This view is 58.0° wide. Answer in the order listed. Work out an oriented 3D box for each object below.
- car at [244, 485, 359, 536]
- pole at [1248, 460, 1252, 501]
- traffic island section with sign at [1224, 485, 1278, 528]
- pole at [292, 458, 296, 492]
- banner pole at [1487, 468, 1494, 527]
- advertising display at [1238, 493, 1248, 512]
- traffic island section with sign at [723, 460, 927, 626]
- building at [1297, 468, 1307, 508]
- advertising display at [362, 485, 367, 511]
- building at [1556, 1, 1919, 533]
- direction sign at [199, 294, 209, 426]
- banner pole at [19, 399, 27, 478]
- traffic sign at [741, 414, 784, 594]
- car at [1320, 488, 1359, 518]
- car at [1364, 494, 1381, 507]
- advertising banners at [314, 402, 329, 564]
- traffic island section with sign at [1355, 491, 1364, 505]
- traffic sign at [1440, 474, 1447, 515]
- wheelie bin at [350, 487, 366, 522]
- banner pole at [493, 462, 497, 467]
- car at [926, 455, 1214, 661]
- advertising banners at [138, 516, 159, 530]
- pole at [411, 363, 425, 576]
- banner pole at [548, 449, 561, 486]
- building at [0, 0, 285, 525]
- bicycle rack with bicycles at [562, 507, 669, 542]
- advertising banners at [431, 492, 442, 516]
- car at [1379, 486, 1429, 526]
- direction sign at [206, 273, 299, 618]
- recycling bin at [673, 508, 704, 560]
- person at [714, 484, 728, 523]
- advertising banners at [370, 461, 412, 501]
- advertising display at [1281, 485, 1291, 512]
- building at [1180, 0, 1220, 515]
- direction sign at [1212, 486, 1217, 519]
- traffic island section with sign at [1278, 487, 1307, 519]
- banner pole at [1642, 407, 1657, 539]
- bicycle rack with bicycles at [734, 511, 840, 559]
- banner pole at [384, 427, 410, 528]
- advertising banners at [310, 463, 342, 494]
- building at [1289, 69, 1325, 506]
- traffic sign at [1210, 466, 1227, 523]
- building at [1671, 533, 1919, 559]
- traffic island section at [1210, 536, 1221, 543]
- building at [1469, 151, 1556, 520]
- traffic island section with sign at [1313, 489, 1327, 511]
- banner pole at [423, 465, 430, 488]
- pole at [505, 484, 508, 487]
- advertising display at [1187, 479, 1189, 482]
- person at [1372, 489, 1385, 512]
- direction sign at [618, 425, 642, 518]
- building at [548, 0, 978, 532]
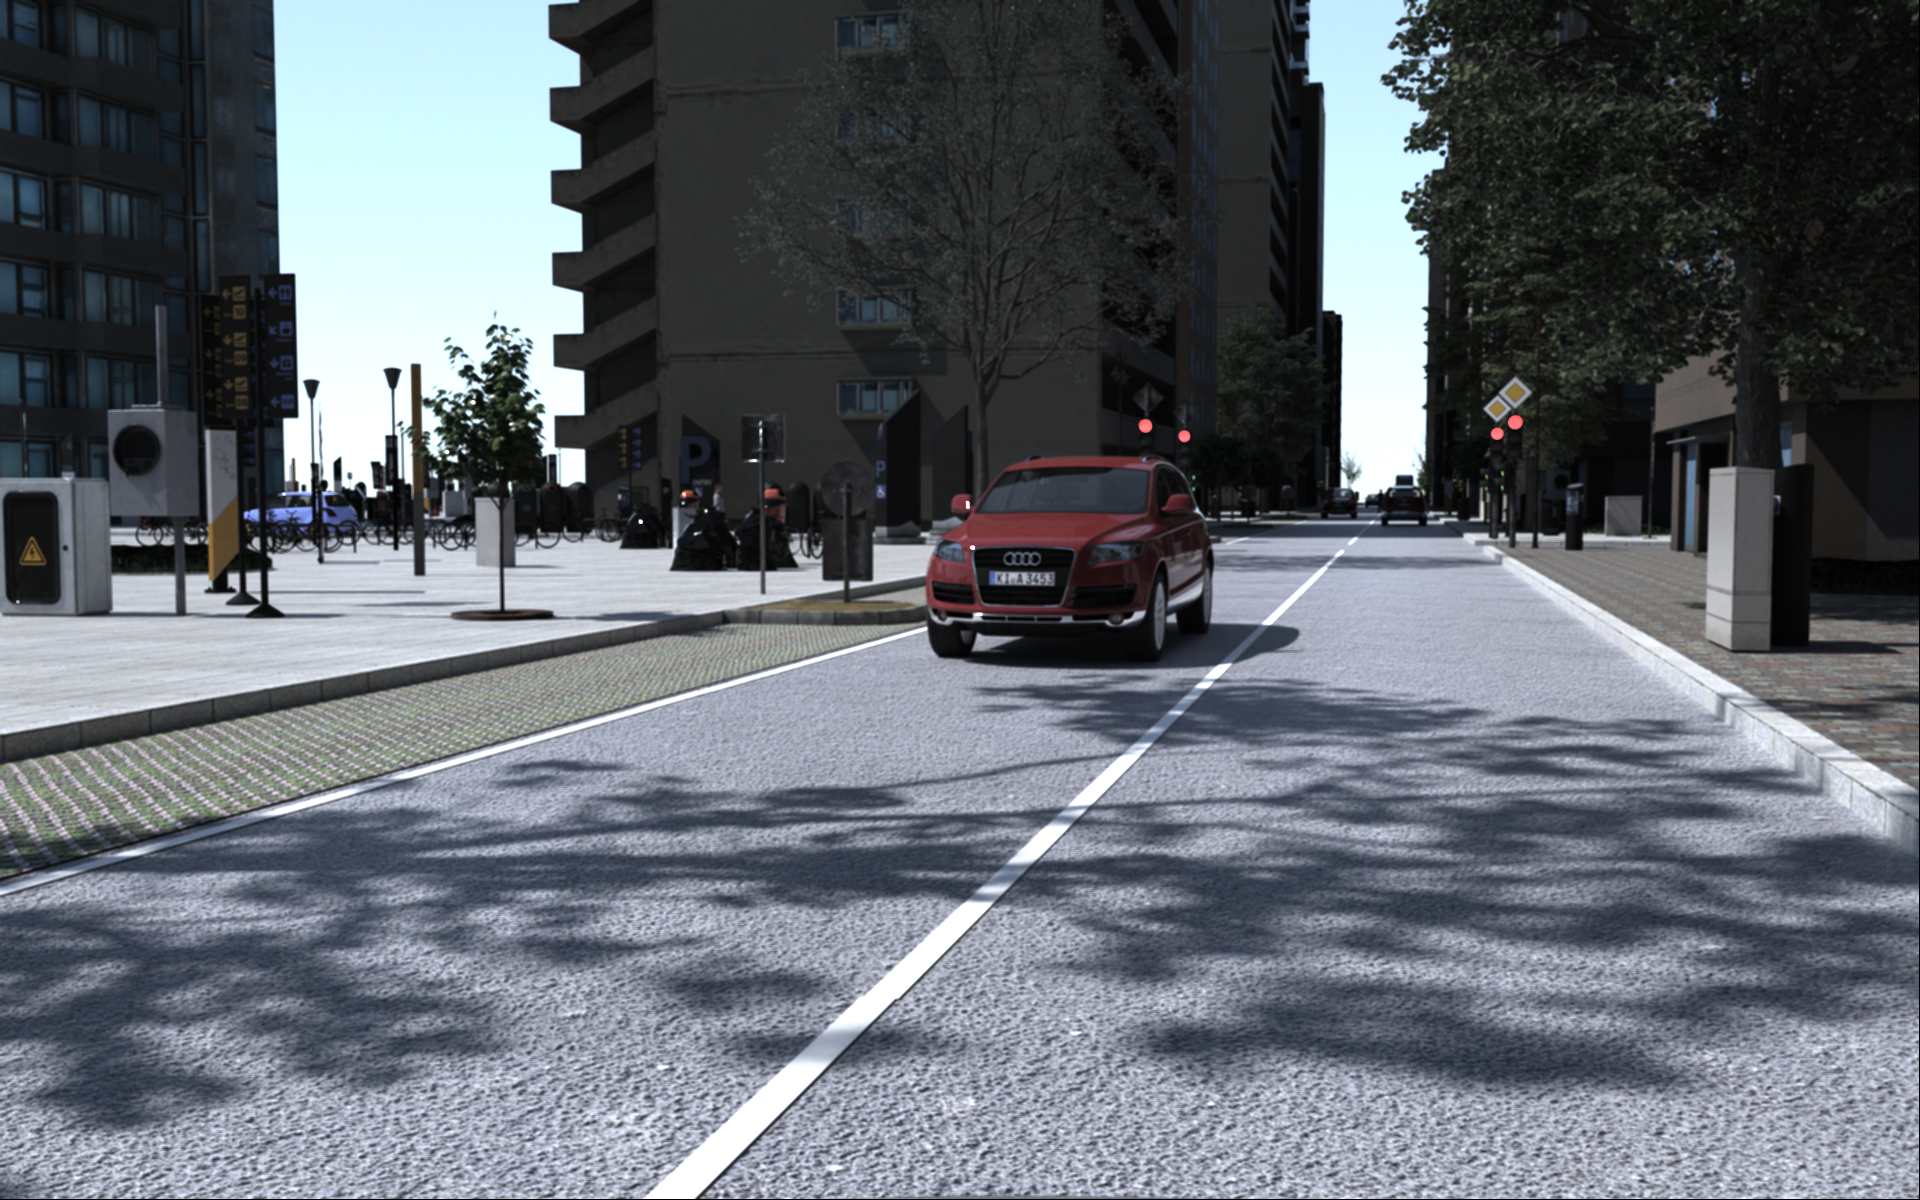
[{"bbox_3d":[-20.455,-2.674,53.309,3.694,1.707,1.945,1,4,13],"label":"car"},{"bbox_3d":[17.263,-6.684,103.134,0.158,3.312,0.155,0,3,0],"label":"pole"},{"bbox_3d":[12.270,-3.963,73.420,1.989,1.847,2.006,1,4,14],"label":"traffic island section with sign"},{"bbox_3d":[-37.521,-6.344,97.565,0.158,3.312,0.155,0,3,0],"label":"pole"},{"bbox_3d":[20.860,-4.754,67.744,0.401,3.779,0.863,1,4,14],"label":"banner pole"},{"bbox_3d":[20.133,-7.183,122.654,0.974,1.923,0.123,3,4,39],"label":"advertising display"},{"bbox_3d":[-1.416,-0.678,19.715,1.989,1.847,2.006,1,4,14],"label":"traffic island section with sign"},{"bbox_3d":[24.024,-44.828,171.193,20.563,71.187,20.611,1,4,14],"label":"building"},{"bbox_3d":[-44.245,-7.521,128.187,0.123,1.923,0.974,1,4,13],"label":"advertising display"},{"bbox_3d":[31.441,-25.575,68.265,14.600,45.320,14.200,1,4,14],"label":"building"},{"bbox_3d":[-8.337,-1.715,20.042,0.379,3.537,0.876,3,4,36],"label":"direction sign"},{"bbox_3d":[-24.888,-3.430,46.096,0.401,3.779,0.863,-1,4,-22],"label":"banner pole"},{"bbox_3d":[-2.521,-1.223,22.126,0.606,2.300,0.079,1,4,20],"label":"traffic sign"},{"bbox_3d":[22.702,-5.806,103.603,2.281,1.827,5.304,1,4,14],"label":"car"},{"bbox_3d":[44.727,-10.854,187.244,2.009,1.686,4.222,1,4,14],"label":"car"},{"bbox_3d":[-12.042,-2.227,32.605,0.090,3.025,2.074,-1,4,-18],"label":"advertising banners"},{"bbox_3d":[58.402,-15.037,254.489,1.989,1.847,2.006,1,4,14],"label":"traffic island section with sign"},{"bbox_3d":[30.305,-6.597,107.970,0.768,2.556,0.104,1,4,16],"label":"traffic sign"},{"bbox_3d":[-27.507,-4.348,78.998,0.693,1.594,0.980,0,4,-5],"label":"wheelie bin"},{"bbox_3d":[-23.848,-5.976,87.718,0.863,3.779,0.401,-2,4,-27],"label":"banner pole"},{"bbox_3d":[1.201,-0.491,16.696,2.281,1.827,5.304,1,4,15],"label":"car"},{"bbox_3d":[-28.949,-3.991,61.439,0.090,3.025,2.074,0,4,-1],"label":"advertising banners"},{"bbox_3d":[-8.505,-2.039,27.174,0.158,3.312,0.155,0,3,0],"label":"pole"},{"bbox_3d":[-22.257,-6.444,95.383,0.863,3.779,0.401,-2,4,-26],"label":"banner pole"},{"bbox_3d":[-47.847,-27.951,76.606,30.456,49.044,23.786,1,4,14],"label":"building"},{"bbox_3d":[-9.004,-2.054,46.958,2.925,0.926,2.852,0,4,7],"label":"bicycle rack with bicycles"},{"bbox_3d":[-30.252,-6.340,99.845,2.074,3.025,0.090,-3,5,-41],"label":"advertising banners"},{"bbox_3d":[20.570,-4.378,80.256,2.281,1.827,5.304,1,4,14],"label":"car"},{"bbox_3d":[-7.243,-1.587,17.949,0.876,3.537,0.379,1,4,13],"label":"direction sign"},{"bbox_3d":[-4.882,-1.180,31.845,0.722,1.027,0.722,-1,4,-16],"label":"recycling bin"},{"bbox_3d":[-7.086,-2.532,50.655,0.466,1.731,0.760,3,5,39],"label":"person"},{"bbox_3d":[-30.408,-5.897,92.601,2.074,3.025,0.090,-1,4,-21],"label":"advertising banners"},{"bbox_3d":[23.454,-7.297,124.527,0.974,1.923,0.123,-3,5,-41],"label":"advertising display"},{"bbox_3d":[7.171,-27.480,99.414,14.600,45.320,14.200,1,4,14],"label":"building"},{"bbox_3d":[13.091,-5.905,88.546,0.379,3.537,0.876,1,4,22],"label":"direction sign"},{"bbox_3d":[18.973,-5.569,99.689,1.989,1.847,2.006,1,4,14],"label":"traffic island section with sign"},{"bbox_3d":[19.824,-3.645,49.608,0.401,3.779,0.863,1,4,16],"label":"banner pole"},{"bbox_3d":[-3.214,-1.372,35.818,2.852,0.926,2.925,2,4,28],"label":"bicycle rack with bicycles"},{"bbox_3d":[-21.038,-4.567,64.694,0.863,3.779,0.401,-2,4,-31],"label":"banner pole"},{"bbox_3d":[-35.750,-6.228,98.014,0.090,3.025,2.074,3,5,45],"label":"advertising banners"},{"bbox_3d":[32.045,-32.894,187.931,14.600,45.320,14.200,1,4,14],"label":"building"},{"bbox_3d":[11.549,-4.727,77.387,0.768,2.556,0.104,1,4,20],"label":"traffic sign"},{"bbox_3d":[20.934,-23.241,30.103,14.600,45.320,14.200,1,4,14],"label":"building"},{"bbox_3d":[6.650,-1.781,51.392,2.009,0.180,2.903,1,4,14],"label":"traffic island section"},{"bbox_3d":[43.189,-15.376,96.442,27.650,21.520,28.899,1,4,14],"label":"building"},{"bbox_3d":[31.084,-8.477,147.227,1.989,1.847,2.006,1,4,14],"label":"traffic island section with sign"},{"bbox_3d":[-27.403,-6.008,88.255,0.863,3.779,0.401,0,4,1],"label":"banner pole"},{"bbox_3d":[-20.374,-5.130,77.712,0.158,3.312,0.155,0,3,0],"label":"pole"},{"bbox_3d":[8.613,-3.730,66.196,0.123,1.923,0.974,1,4,20],"label":"advertising display"},{"bbox_3d":[32.756,-7.726,134.839,1.348,1.822,0.705,1,4,16],"label":"person"},{"bbox_3d":[-10.834,-3.970,56.903,0.876,3.537,0.379,1,4,21],"label":"direction sign"},{"bbox_3d":[-3.259,-27.176,68.023,21.300,48.544,21.600,1,4,14],"label":"building"}]
